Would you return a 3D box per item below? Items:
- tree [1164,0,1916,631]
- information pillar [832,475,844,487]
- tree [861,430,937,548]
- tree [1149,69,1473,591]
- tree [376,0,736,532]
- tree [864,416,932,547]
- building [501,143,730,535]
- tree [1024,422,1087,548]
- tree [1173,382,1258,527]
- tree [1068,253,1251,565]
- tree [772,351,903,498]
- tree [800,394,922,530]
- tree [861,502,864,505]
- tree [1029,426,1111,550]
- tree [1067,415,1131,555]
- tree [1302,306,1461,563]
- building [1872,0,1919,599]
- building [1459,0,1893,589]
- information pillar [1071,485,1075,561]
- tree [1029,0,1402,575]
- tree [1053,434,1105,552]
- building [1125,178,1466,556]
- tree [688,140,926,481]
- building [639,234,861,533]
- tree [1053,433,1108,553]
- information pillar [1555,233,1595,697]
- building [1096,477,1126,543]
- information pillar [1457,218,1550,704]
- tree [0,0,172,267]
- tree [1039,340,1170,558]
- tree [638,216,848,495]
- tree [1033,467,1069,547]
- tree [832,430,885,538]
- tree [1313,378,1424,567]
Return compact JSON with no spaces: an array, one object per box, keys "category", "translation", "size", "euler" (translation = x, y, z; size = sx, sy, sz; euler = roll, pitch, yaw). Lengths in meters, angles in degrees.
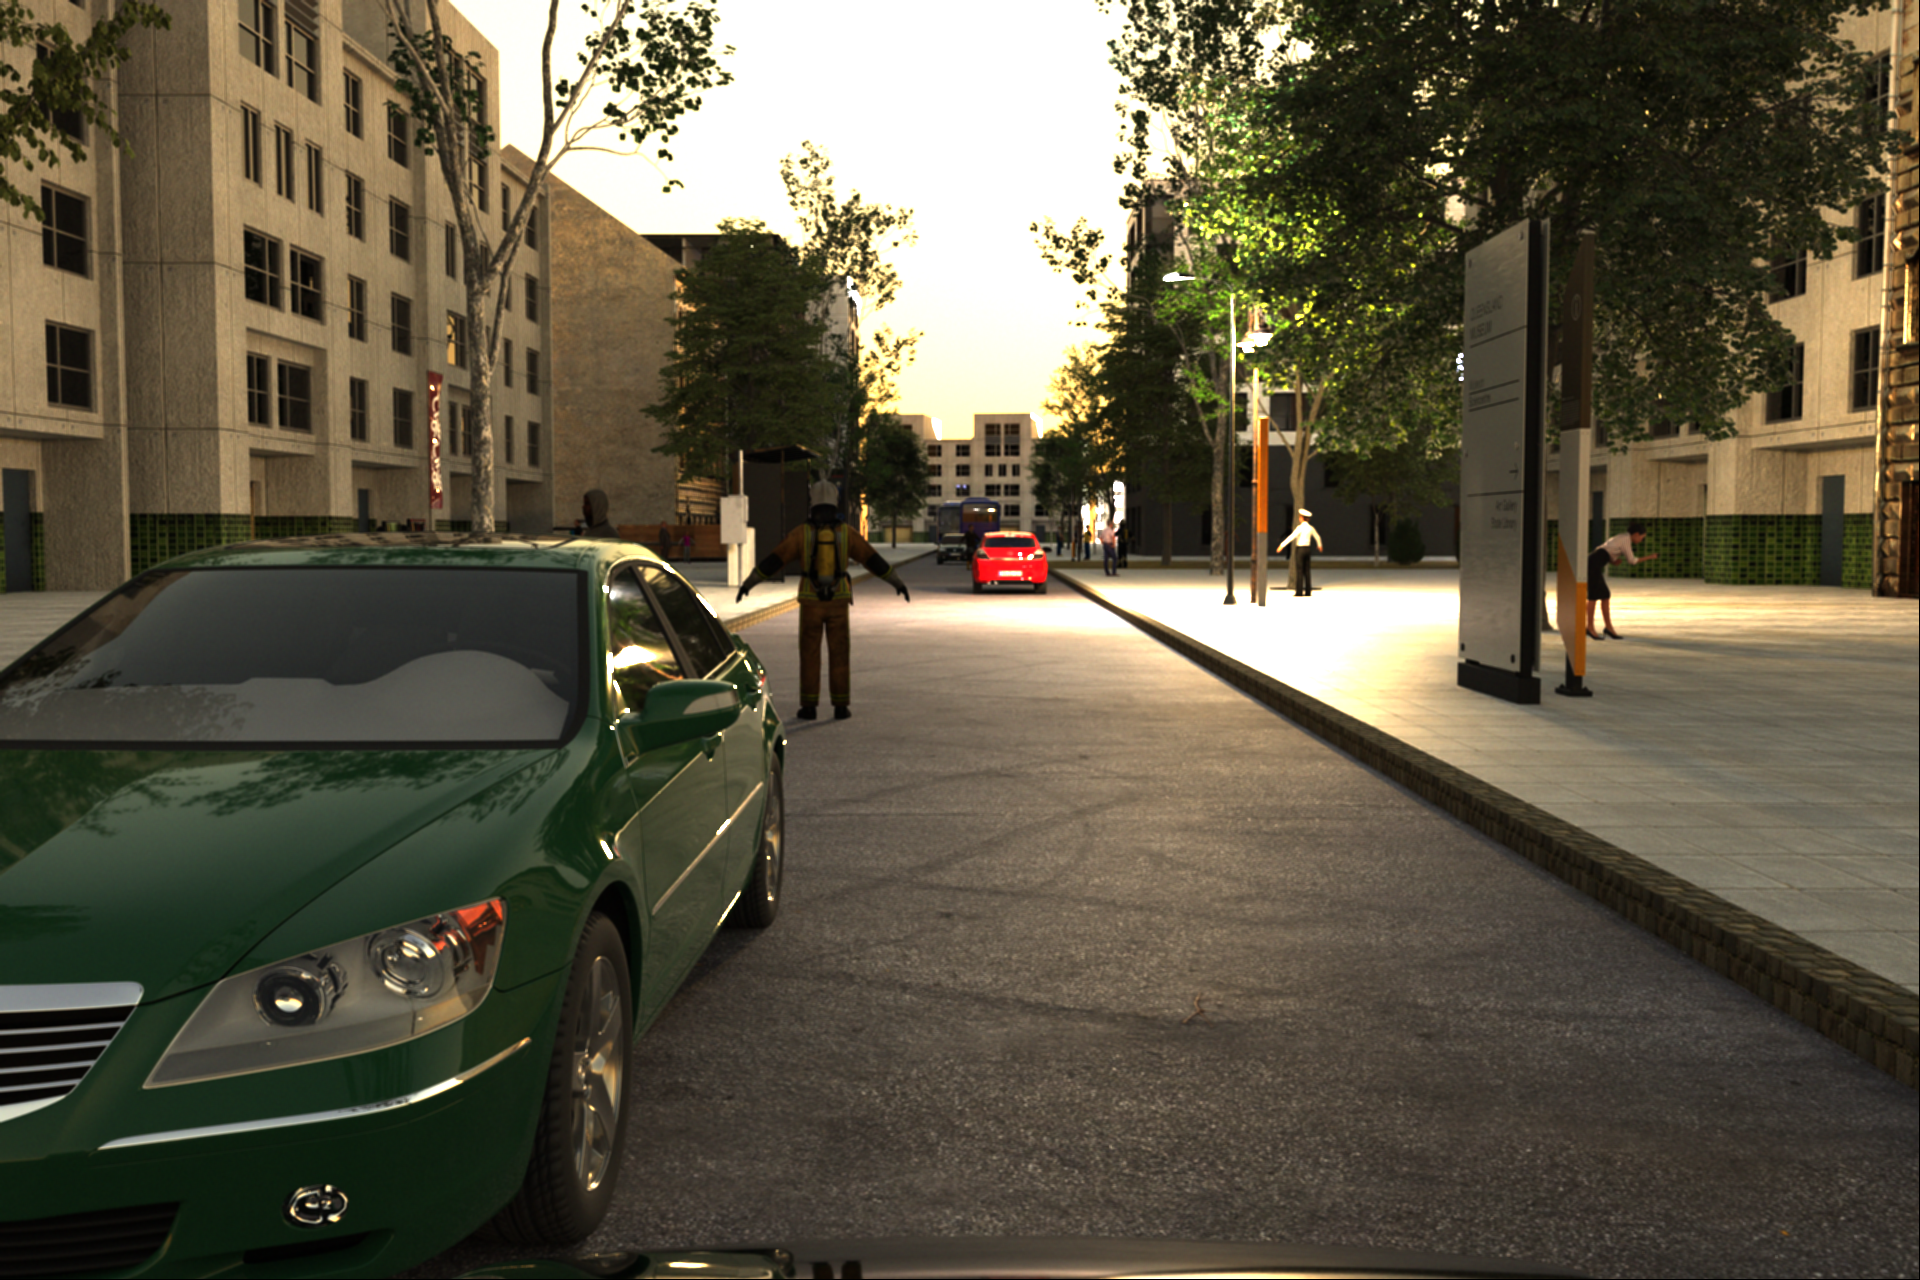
[{"category":"tree","translation":[7.514,-7.115,22.989],"size":[9.857,13.997,8.962],"euler":[0,3,0]},{"category":"information pillar","translation":[-5.323,-5.330,76.528],"size":[0.750,3.857,0.750],"euler":[0,4,1]},{"category":"tree","translation":[-6.003,-13.515,155.386],"size":[8.767,10.594,7.601],"euler":[1,4,8]},{"category":"tree","translation":[7.775,-6.940,39.232],"size":[9.928,11.665,9.643],"euler":[0,3,0]},{"category":"tree","translation":[-7.143,-10.573,28.751],"size":[12.611,20.169,13.585],"euler":[0,3,0]},{"category":"tree","translation":[-6.192,-15.219,166.957],"size":[7.486,12.596,7.792],"euler":[0,3,0]},{"category":"building","translation":[-25.084,-16.888,107.043],"size":[19.493,23.208,18.063],"euler":[0,4,1]},{"category":"tree","translation":[9.448,-14.211,158.106],"size":[9.928,11.665,9.643],"euler":[0,3,0]},{"category":"tree","translation":[11.914,-7.946,80.284],"size":[4.737,8.622,4.395],"euler":[0,3,0]},{"category":"tree","translation":[8.303,-9.353,71.051],"size":[7.486,12.596,7.792],"euler":[0,3,0]},{"category":"tree","translation":[-7.048,-10.601,99.087],"size":[9.928,11.665,9.643],"euler":[0,3,0]},{"category":"tree","translation":[-6.446,-10.606,107.824],"size":[8.767,10.594,7.601],"euler":[0,4,4]},{"category":"tree","translation":[-16.171,-18.765,257.163],"size":[4.737,8.622,4.395],"euler":[0,3,0]},{"category":"tree","translation":[9.321,-12.780,143.368],"size":[7.601,10.594,8.767],"euler":[-1,4,-12]},{"category":"tree","translation":[8.255,-9.551,106.513],"size":[4.360,8.622,3.978],"euler":[0,3,0]},{"category":"tree","translation":[19.085,-9.763,77.747],"size":[7.486,12.596,7.792],"euler":[0,3,0]},{"category":"building","translation":[27.773,-11.904,25.568],"size":[19.493,23.208,18.063],"euler":[0,4,1]},{"category":"building","translation":[27.756,-11.298,51.181],"size":[16.747,18.905,31.486],"euler":[0,4,0]},{"category":"information pillar","translation":[5.399,-5.584,82.654],"size":[0.183,3.616,0.504],"euler":[0,4,-1]},{"category":"tree","translation":[8.617,-12.170,54.869],"size":[12.611,20.169,13.585],"euler":[0,3,0]},{"category":"tree","translation":[8.593,-10.489,121.860],"size":[4.360,8.622,3.978],"euler":[0,3,0]},{"category":"building","translation":[24.868,-16.647,116.159],"size":[27.936,21.610,32.646],"euler":[0,4,1]},{"category":"tree","translation":[-7.847,-14.097,86.378],"size":[12.611,20.169,13.585],"euler":[0,3,0]},{"category":"building","translation":[-22.703,-17.773,134.566],"size":[27.936,21.610,32.646],"euler":[0,4,0]},{"category":"tree","translation":[7.871,-10.123,115.867],"size":[4.360,8.622,3.978],"euler":[0,3,0]},{"category":"information pillar","translation":[4.897,-1.372,13.790],"size":[0.183,3.616,0.504],"euler":[0,4,1]},{"category":"building","translation":[24.034,-18.103,238.123],"size":[9.099,9.664,28.070],"euler":[0,4,1]},{"category":"information pillar","translation":[4.296,-1.373,13.760],"size":[0.184,3.620,1.656],"euler":[0,4,0]},{"category":"tree","translation":[-8.481,-3.888,13.930],"size":[4.737,8.622,4.395],"euler":[0,3,0]},{"category":"tree","translation":[8.096,-10.207,92.634],"size":[9.928,11.665,9.643],"euler":[0,3,0]},{"category":"tree","translation":[-7.758,-8.856,62.919],"size":[7.486,12.596,7.792],"euler":[0,3,0]},{"category":"tree","translation":[9.027,-13.409,169.604],"size":[4.737,8.622,4.395],"euler":[0,3,0]},{"category":"tree","translation":[-6.474,-10.035,114.429],"size":[4.737,8.622,4.395],"euler":[0,3,0]},{"category":"tree","translation":[16.152,-7.164,67.498],"size":[4.737,8.622,4.395],"euler":[0,3,0]}]
